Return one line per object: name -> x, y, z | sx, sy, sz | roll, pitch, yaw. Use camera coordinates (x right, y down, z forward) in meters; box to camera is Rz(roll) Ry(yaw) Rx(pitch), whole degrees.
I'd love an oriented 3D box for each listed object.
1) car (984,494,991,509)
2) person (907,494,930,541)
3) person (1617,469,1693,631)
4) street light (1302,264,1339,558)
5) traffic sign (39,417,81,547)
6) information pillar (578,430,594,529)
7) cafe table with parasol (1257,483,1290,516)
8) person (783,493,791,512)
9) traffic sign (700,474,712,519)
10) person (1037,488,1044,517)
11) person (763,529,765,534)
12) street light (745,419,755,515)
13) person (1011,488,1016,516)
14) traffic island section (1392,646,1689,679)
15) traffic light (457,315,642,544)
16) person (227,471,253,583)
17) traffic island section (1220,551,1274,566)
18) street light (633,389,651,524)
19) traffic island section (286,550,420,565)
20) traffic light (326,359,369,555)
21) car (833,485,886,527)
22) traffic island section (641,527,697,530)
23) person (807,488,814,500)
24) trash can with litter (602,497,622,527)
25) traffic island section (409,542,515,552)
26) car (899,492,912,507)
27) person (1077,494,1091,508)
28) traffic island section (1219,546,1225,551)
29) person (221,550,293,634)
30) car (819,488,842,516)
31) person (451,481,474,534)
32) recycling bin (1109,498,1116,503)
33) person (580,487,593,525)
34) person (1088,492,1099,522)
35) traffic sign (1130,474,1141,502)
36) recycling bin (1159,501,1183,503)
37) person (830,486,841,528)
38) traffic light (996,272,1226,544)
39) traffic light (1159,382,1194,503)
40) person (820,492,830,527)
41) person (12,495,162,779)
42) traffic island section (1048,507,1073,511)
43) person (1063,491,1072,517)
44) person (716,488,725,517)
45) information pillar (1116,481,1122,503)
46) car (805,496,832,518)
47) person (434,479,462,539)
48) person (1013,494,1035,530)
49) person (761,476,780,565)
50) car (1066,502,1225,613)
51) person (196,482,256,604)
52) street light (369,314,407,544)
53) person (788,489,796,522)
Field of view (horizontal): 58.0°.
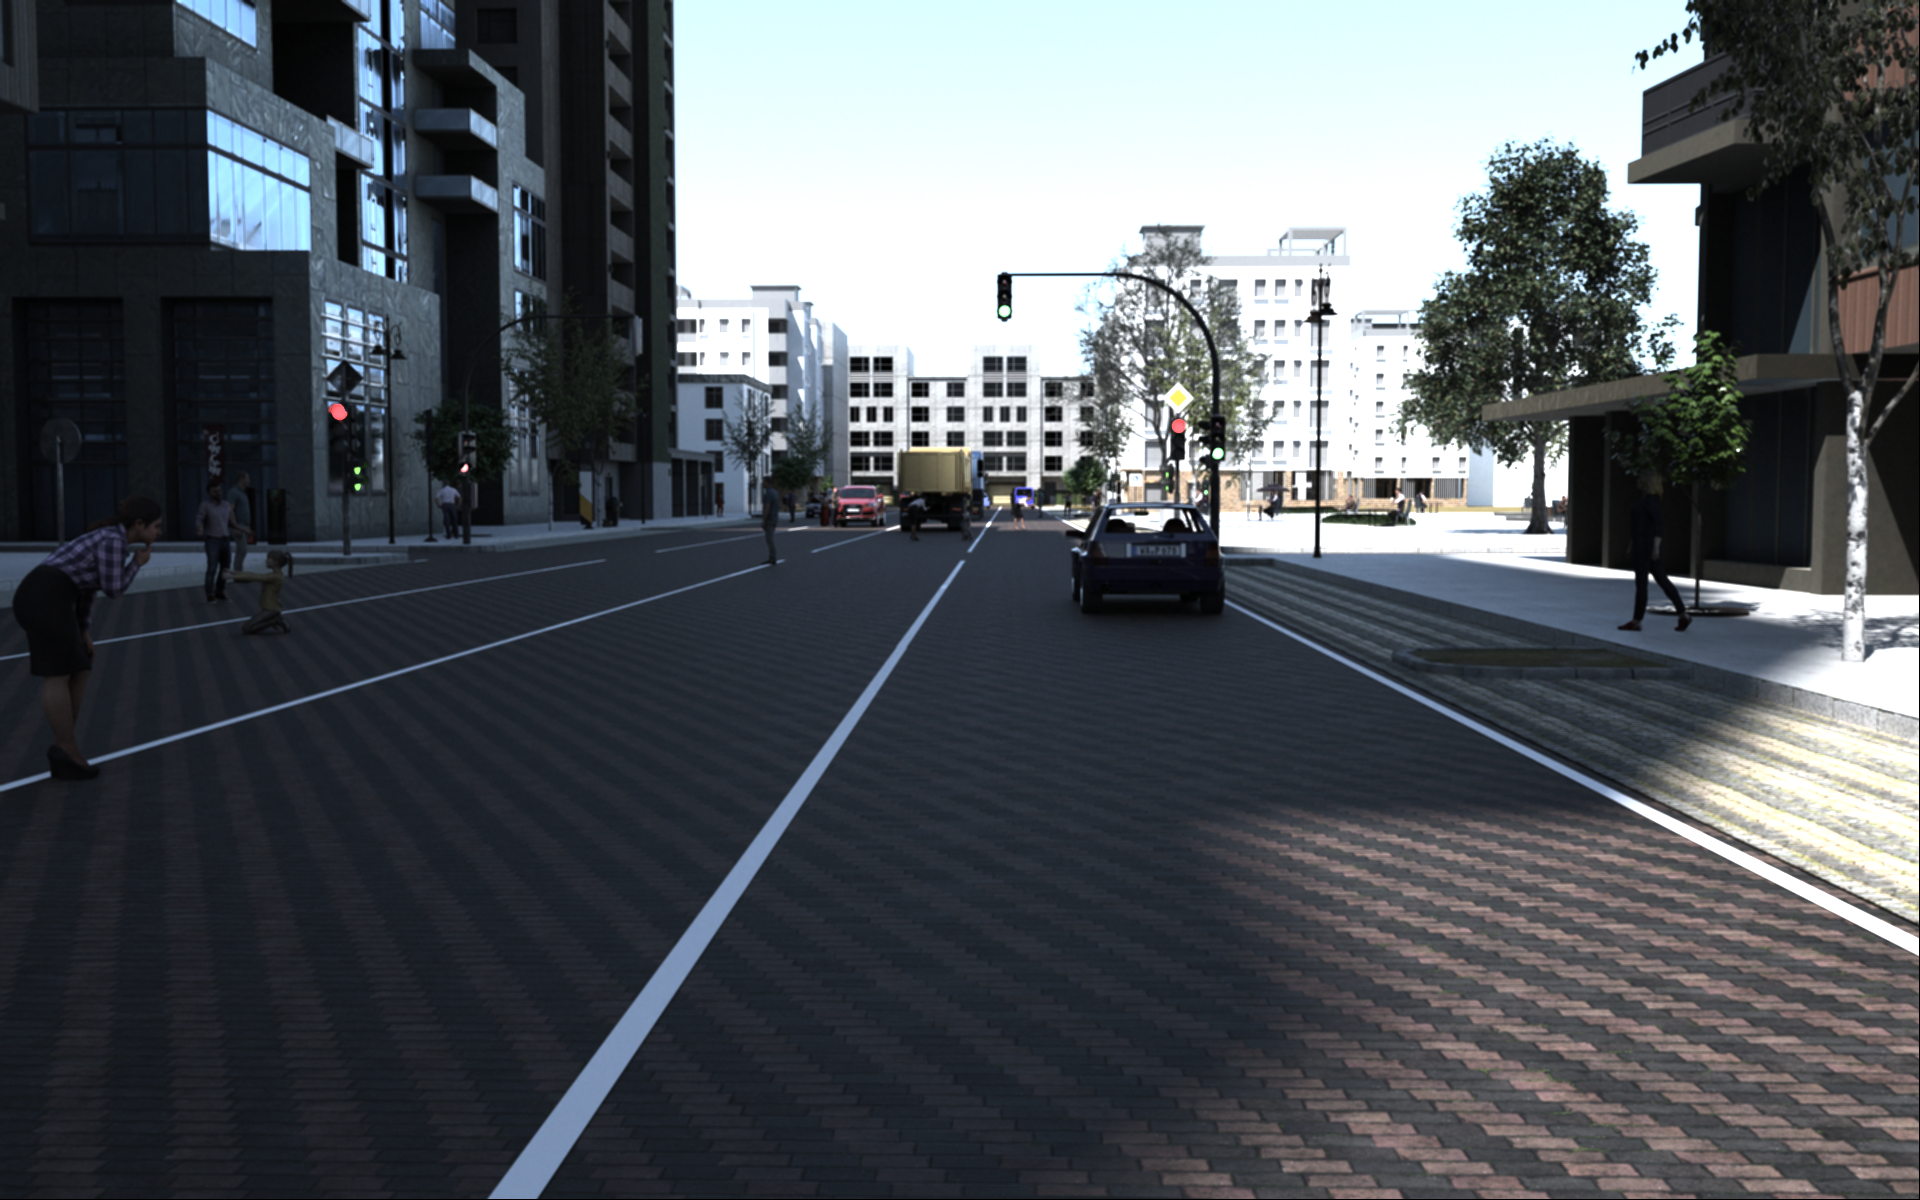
car -> 2.001, -9.607, 166.670 | 1.945, 1.707, 3.694 | 0, 3, 0
person -> -1.286, -2.558, 53.505 | 0.628, 1.438, 0.799 | 1, 4, 9
person -> 6.523, -0.467, 16.228 | 0.613, 1.512, 0.480 | 0, 4, 4
street light -> 7.235, -3.799, 34.903 | 0.468, 5.910, 1.993 | 0, 4, 2
traffic sign -> -14.962, -1.755, 28.792 | 0.768, 2.556, 0.104 | 1, 4, 10
information pillar -> -13.673, -4.399, 63.275 | 0.504, 3.616, 0.183 | -2, 4, -35
cafe table with parasol -> 18.671, -6.010, 103.125 | 2.610, 1.966, 2.610 | -1, 4, -22
person -> -12.104, -6.867, 121.551 | 0.697, 1.427, 0.421 | 1, 4, 12
traffic sign -> -13.064, -5.311, 88.969 | 0.606, 2.300, 0.079 | 0, 4, 3
person -> 4.912, -5.975, 106.326 | 0.434, 1.807, 0.598 | 3, 5, 39
person -> -6.845, -2.623, 61.855 | 0.381, 0.543, 0.357 | 0, 4, -4
street light -> -12.891, -8.158, 106.173 | 0.468, 5.910, 1.993 | 0, 4, 2
person -> 3.452, -6.256, 110.910 | 0.434, 1.807, 0.598 | 0, 4, 1
traffic island section -> 4.651, 0.523, 14.315 | 1.991, 0.108, 1.994 | 0, 4, 2
traffic light -> -10.484, -4.246, 44.092 | 4.771, 5.953, 1.251 | 0, 4, 2
person -> -11.665, -1.193, 28.140 | 0.434, 1.807, 0.598 | 0, 4, 7
traffic island section -> 5.266, -0.823, 35.744 | 2.009, 0.180, 2.903 | 0, 4, 2
street light -> -13.770, -6.260, 75.143 | 0.468, 5.910, 1.993 | 0, 4, 2
traffic island section -> -12.848, -0.856, 36.272 | 2.009, 0.180, 2.903 | 0, 4, 2
traffic light -> -12.808, -2.888, 36.136 | 0.839, 4.253, 0.868 | 0, 4, 2
car -> -4.451, -4.141, 76.380 | 2.281, 1.827, 5.304 | 0, 4, 3
traffic island section -> -11.572, -2.834, 69.199 | 1.991, 0.108, 1.994 | 0, 4, 2
person -> -12.718, -8.683, 148.031 | 0.705, 1.821, 1.348 | 1, 4, 16
trash can with litter -> -13.610, -3.438, 67.606 | 0.624, 1.170, 1.055 | 0, 4, 5
traffic island section -> -12.617, -1.344, 44.253 | 2.009, 0.180, 2.903 | 0, 4, 2
car -> -5.426, -10.853, 186.122 | 2.281, 1.827, 5.304 | 0, 4, 1
person -> 11.584, -9.524, 161.768 | 1.348, 1.823, 0.705 | 0, 4, -8
traffic island section -> 5.497, -1.312, 43.726 | 2.009, 0.180, 2.903 | 0, 4, 2
person -> -7.221, -0.084, 17.803 | 0.695, 0.859, 0.347 | -1, 4, -16
car -> -7.947, -6.350, 112.501 | 2.281, 1.827, 5.304 | 0, 4, 3
person -> -16.093, -2.994, 55.550 | 0.990, 1.755, 0.434 | -2, 4, -23
recycling bin -> 9.089, -5.422, 101.204 | 0.722, 1.027, 0.722 | 1, 4, 12
person -> -15.520, -3.990, 72.082 | 0.742, 1.727, 0.445 | 1, 4, 18
person -> 6.742, -4.688, 87.361 | 0.471, 1.553, 0.569 | 3, 5, 42
traffic sign -> 8.912, -5.254, 88.026 | 0.606, 2.300, 0.079 | 0, 4, 4
recycling bin -> 7.884, -3.193, 64.756 | 0.722, 1.027, 0.722 | -1, 4, -13
person -> -5.156, -3.921, 73.137 | 0.750, 1.759, 0.617 | 3, 4, 36
traffic light -> 3.132, -3.724, 35.550 | 4.771, 5.953, 1.251 | 0, 4, 2
traffic light -> 5.457, -3.345, 43.613 | 0.839, 4.253, 0.868 | 0, 4, 2
person -> -5.963, -3.993, 76.248 | 0.387, 1.526, 0.523 | -3, 5, -41
person -> -4.395, 0.182, 8.759 | 0.697, 1.427, 0.421 | -3, 4, -37
traffic island section -> 8.446, -7.501, 145.504 | 1.991, 0.108, 1.994 | 0, 4, 2
person -> 6.787, -6.081, 109.392 | 0.566, 1.644, 0.517 | -1, 4, -15
person -> -13.367, -5.431, 96.542 | 0.444, 1.614, 0.593 | -1, 4, -18
information pillar -> 8.930, -5.679, 97.339 | 0.304, 2.012, 0.304 | 0, 4, 7
car -> -8.341, -5.632, 104.659 | 1.945, 1.354, 3.894 | 0, 4, 1
person -> -14.595, -2.593, 49.377 | 0.756, 1.711, 0.436 | -1, 4, -20
person -> 2.513, -3.474, 68.488 | 0.799, 1.438, 0.628 | -1, 4, -12
person -> -3.900, -1.632, 35.312 | 0.434, 1.807, 0.598 | 2, 4, 25
car -> 2.342, -0.587, 22.171 | 1.945, 1.354, 3.894 | 0, 4, 1
person -> -9.728, -0.748, 22.693 | 0.435, 1.587, 0.963 | 1, 4, 20
street light -> -14.668, -4.389, 44.550 | 0.468, 5.910, 1.993 | 0, 4, 2
person -> -8.522, -4.799, 87.878 | 0.541, 1.710, 0.530 | -3, 5, -41
